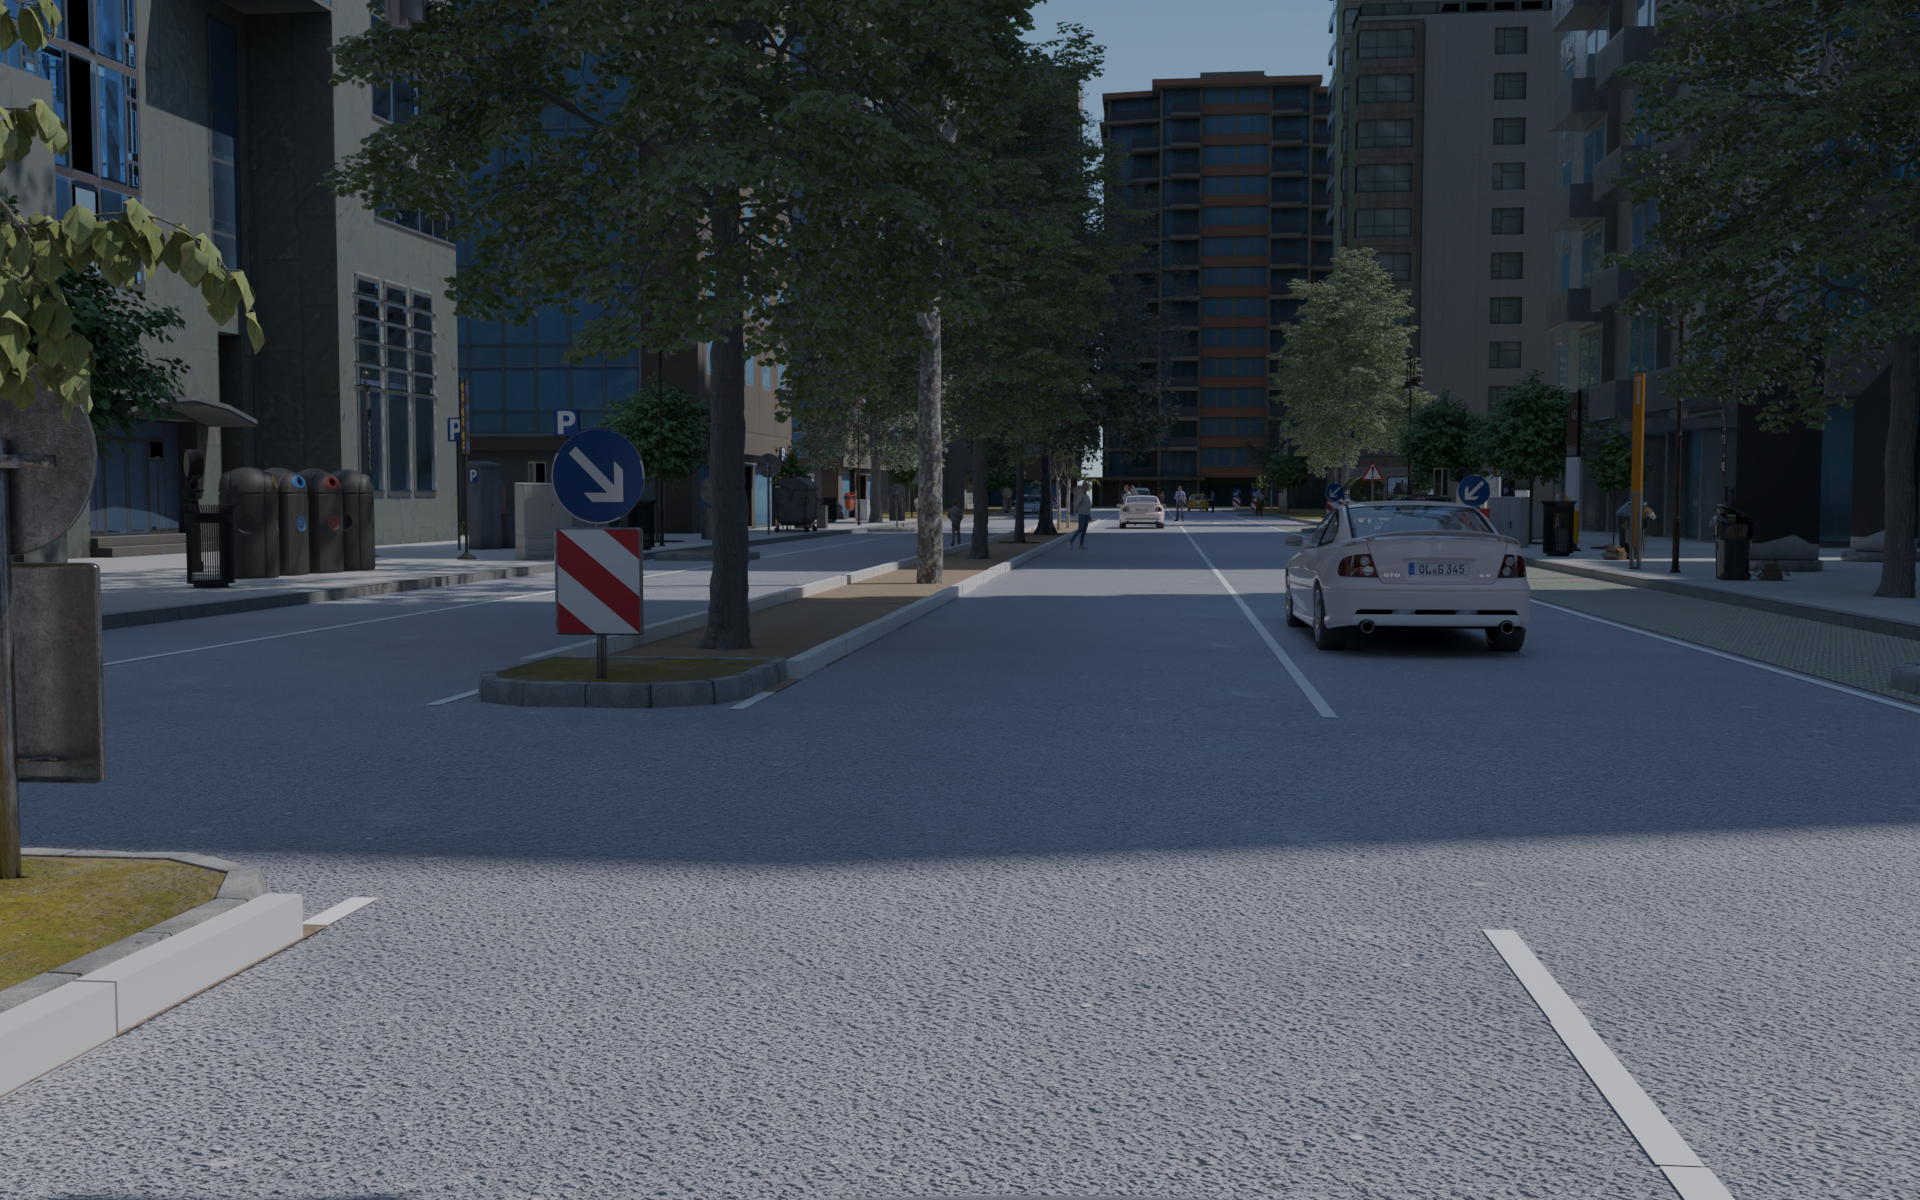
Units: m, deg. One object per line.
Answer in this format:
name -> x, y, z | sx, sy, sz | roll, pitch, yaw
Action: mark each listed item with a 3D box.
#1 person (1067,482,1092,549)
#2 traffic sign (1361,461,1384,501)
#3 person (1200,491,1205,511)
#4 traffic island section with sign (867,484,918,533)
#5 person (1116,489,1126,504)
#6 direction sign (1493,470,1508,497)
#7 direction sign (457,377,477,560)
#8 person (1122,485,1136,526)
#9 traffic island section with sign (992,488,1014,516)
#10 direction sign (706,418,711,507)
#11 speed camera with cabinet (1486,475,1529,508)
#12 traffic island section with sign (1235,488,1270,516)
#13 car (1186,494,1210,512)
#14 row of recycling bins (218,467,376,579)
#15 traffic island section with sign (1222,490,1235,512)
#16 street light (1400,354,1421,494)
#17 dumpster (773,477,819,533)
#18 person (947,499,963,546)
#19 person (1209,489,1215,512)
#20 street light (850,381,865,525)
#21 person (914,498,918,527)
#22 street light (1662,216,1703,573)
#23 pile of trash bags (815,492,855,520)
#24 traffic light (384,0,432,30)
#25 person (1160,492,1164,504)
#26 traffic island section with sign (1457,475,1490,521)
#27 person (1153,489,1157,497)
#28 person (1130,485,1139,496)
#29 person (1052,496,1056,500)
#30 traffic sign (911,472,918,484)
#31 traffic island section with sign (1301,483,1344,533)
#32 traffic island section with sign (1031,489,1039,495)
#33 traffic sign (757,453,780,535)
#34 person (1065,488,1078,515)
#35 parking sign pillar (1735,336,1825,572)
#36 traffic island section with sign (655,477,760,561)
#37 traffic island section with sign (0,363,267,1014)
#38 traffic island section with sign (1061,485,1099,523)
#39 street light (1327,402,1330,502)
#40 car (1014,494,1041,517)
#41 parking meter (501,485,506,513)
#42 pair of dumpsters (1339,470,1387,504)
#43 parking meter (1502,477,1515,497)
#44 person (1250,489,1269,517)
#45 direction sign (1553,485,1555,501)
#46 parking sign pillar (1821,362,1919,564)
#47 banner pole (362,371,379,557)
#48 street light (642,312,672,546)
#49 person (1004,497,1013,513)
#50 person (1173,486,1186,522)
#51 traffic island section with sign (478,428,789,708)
person -> 3.051, -2.176, 44.754 | 0.598, 1.740, 0.731 | 1, 4, 21
traffic sign -> 16.281, -4.181, 68.370 | 0.884, 2.594, 0.081 | 1, 4, 15
person -> 20.482, -8.373, 146.312 | 0.530, 1.710, 0.541 | 1, 4, 17
traffic island section with sign -> -2.381, -3.470, 65.357 | 1.989, 1.847, 2.006 | 0, 4, 6
person -> 12.735, -7.728, 134.849 | 1.348, 1.824, 0.705 | 3, 5, 43
direction sign -> 24.894, -5.358, 79.604 | 0.876, 3.537, 0.379 | -1, 4, -15
direction sign -> -9.690, -2.565, 33.930 | 0.379, 3.537, 0.876 | 0, 4, -6
person -> 7.362, -4.134, 76.192 | 0.778, 1.811, 0.616 | 0, 4, 0
traffic island section with sign -> 3.169, -6.486, 114.676 | 1.989, 1.847, 2.006 | 0, 4, 6
direction sign -> -7.434, -3.639, 51.496 | 0.379, 3.537, 0.876 | -1, 4, -18
speed camera with cabinet -> 26.584, -5.483, 83.983 | 2.038, 3.252, 0.660 | 2, 4, 34
traffic island section with sign -> 19.176, -6.391, 113.113 | 1.989, 1.847, 2.006 | 0, 4, 6
car -> 19.674, -8.132, 143.186 | 2.015, 1.641, 3.980 | 0, 4, 7
row of recycling bins -> -10.609, -1.262, 27.748 | 1.069, 1.692, 3.534 | 1, 4, 13
traffic island section with sign -> 22.193, -8.029, 139.899 | 1.989, 1.847, 2.006 | 0, 4, 6
street light -> 14.848, -5.164, 57.218 | 0.468, 5.910, 1.993 | 0, 4, 6
dumpster -> -5.522, -3.206, 58.183 | 1.264, 1.857, 1.865 | 0, 4, 6
person -> -0.130, -2.115, 47.345 | 0.475, 1.303, 0.640 | 1, 4, 10
person -> 19.727, -7.765, 135.440 | 0.705, 1.826, 1.348 | 1, 4, 17
street light -> -4.152, -6.008, 71.025 | 0.468, 5.910, 1.993 | 0, 4, 6
person -> -1.748, -3.977, 76.126 | 0.523, 1.515, 0.503 | 2, 4, 28
street light -> 11.644, -3.378, 28.017 | 0.468, 5.910, 1.993 | 0, 4, 6
pile of trash bags -> -6.535, -4.710, 86.764 | 1.912, 1.369, 3.447 | 3, 5, 41
traffic light -> -6.425, -2.360, 13.253 | 4.771, 5.953, 1.251 | 0, 4, 6
person -> 19.037, -9.374, 163.242 | 0.415, 1.643, 0.593 | 1, 4, 22
traffic island section with sign -> 10.520, -1.693, 36.312 | 1.989, 1.847, 2.006 | 0, 4, 6
person -> 14.890, -7.583, 132.508 | 0.705, 1.821, 1.348 | 1, 4, 22
person -> 8.310, -4.528, 82.334 | 0.655, 1.846, 0.447 | -1, 4, -21
person -> 8.210, -9.096, 157.935 | 1.217, 1.735, 0.721 | 3, 4, 38
traffic sign -> -2.043, -5.375, 87.877 | 0.884, 2.594, 0.081 | 0, 4, 8
traffic island section with sign -> 13.607, -3.372, 63.759 | 1.989, 1.847, 2.006 | 0, 4, 6
traffic island section with sign -> 6.199, -8.124, 141.461 | 1.989, 1.847, 2.006 | 0, 4, 6
traffic sign -> -5.993, -3.307, 54.178 | 0.768, 2.556, 0.104 | 1, 4, 10
person -> 7.698, -6.769, 119.187 | 1.348, 1.822, 0.705 | -3, 5, -39
parking sign pillar -> 13.732, -2.481, 29.043 | 1.447, 3.967, 1.447 | 2, 4, 26
traffic island section with sign -> -5.470, -1.797, 38.003 | 1.989, 1.847, 2.006 | 0, 4, 6
traffic island section with sign -> -3.255, 0.180, 5.196 | 2.006, 1.907, 1.989 | 0, 4, 6
traffic island section with sign -> 5.992, -4.837, 87.224 | 2.006, 1.907, 1.989 | 0, 4, 6
street light -> 18.202, -6.900, 85.605 | 0.468, 5.910, 1.993 | 0, 4, 6
car -> 4.335, -5.740, 105.846 | 2.014, 1.417, 4.499 | 0, 4, 8
parking meter -> -12.813, -2.432, 48.181 | 0.372, 1.533, 0.369 | 0, 3, 0
pair of dumpsters -> 16.556, -4.208, 71.289 | 1.574, 2.255, 4.437 | 0, 4, 6
parking meter -> 19.017, -3.326, 60.097 | 0.255, 1.863, 0.399 | -3, 4, -38
person -> 19.098, -6.197, 110.557 | 1.217, 1.736, 0.721 | 1, 4, 9
direction sign -> 25.706, -5.072, 74.927 | 0.876, 3.537, 0.379 | 3, 4, 37
parking sign pillar -> 17.637, -2.723, 32.986 | 1.447, 3.967, 1.447 | -1, 4, -11
banner pole -> -11.988, -2.759, 35.124 | 0.401, 3.779, 0.863 | -2, 4, -27
street light -> -7.315, -4.253, 42.326 | 0.468, 5.910, 1.993 | 0, 4, 6
person -> 3.303, -6.669, 118.228 | 0.721, 1.739, 1.217 | 2, 4, 31
person -> 11.351, -4.984, 89.853 | 0.709, 1.838, 0.599 | 2, 4, 30
traffic island section with sign -> -2.415, -0.270, 12.555 | 2.006, 1.907, 1.989 | 0, 4, 6
